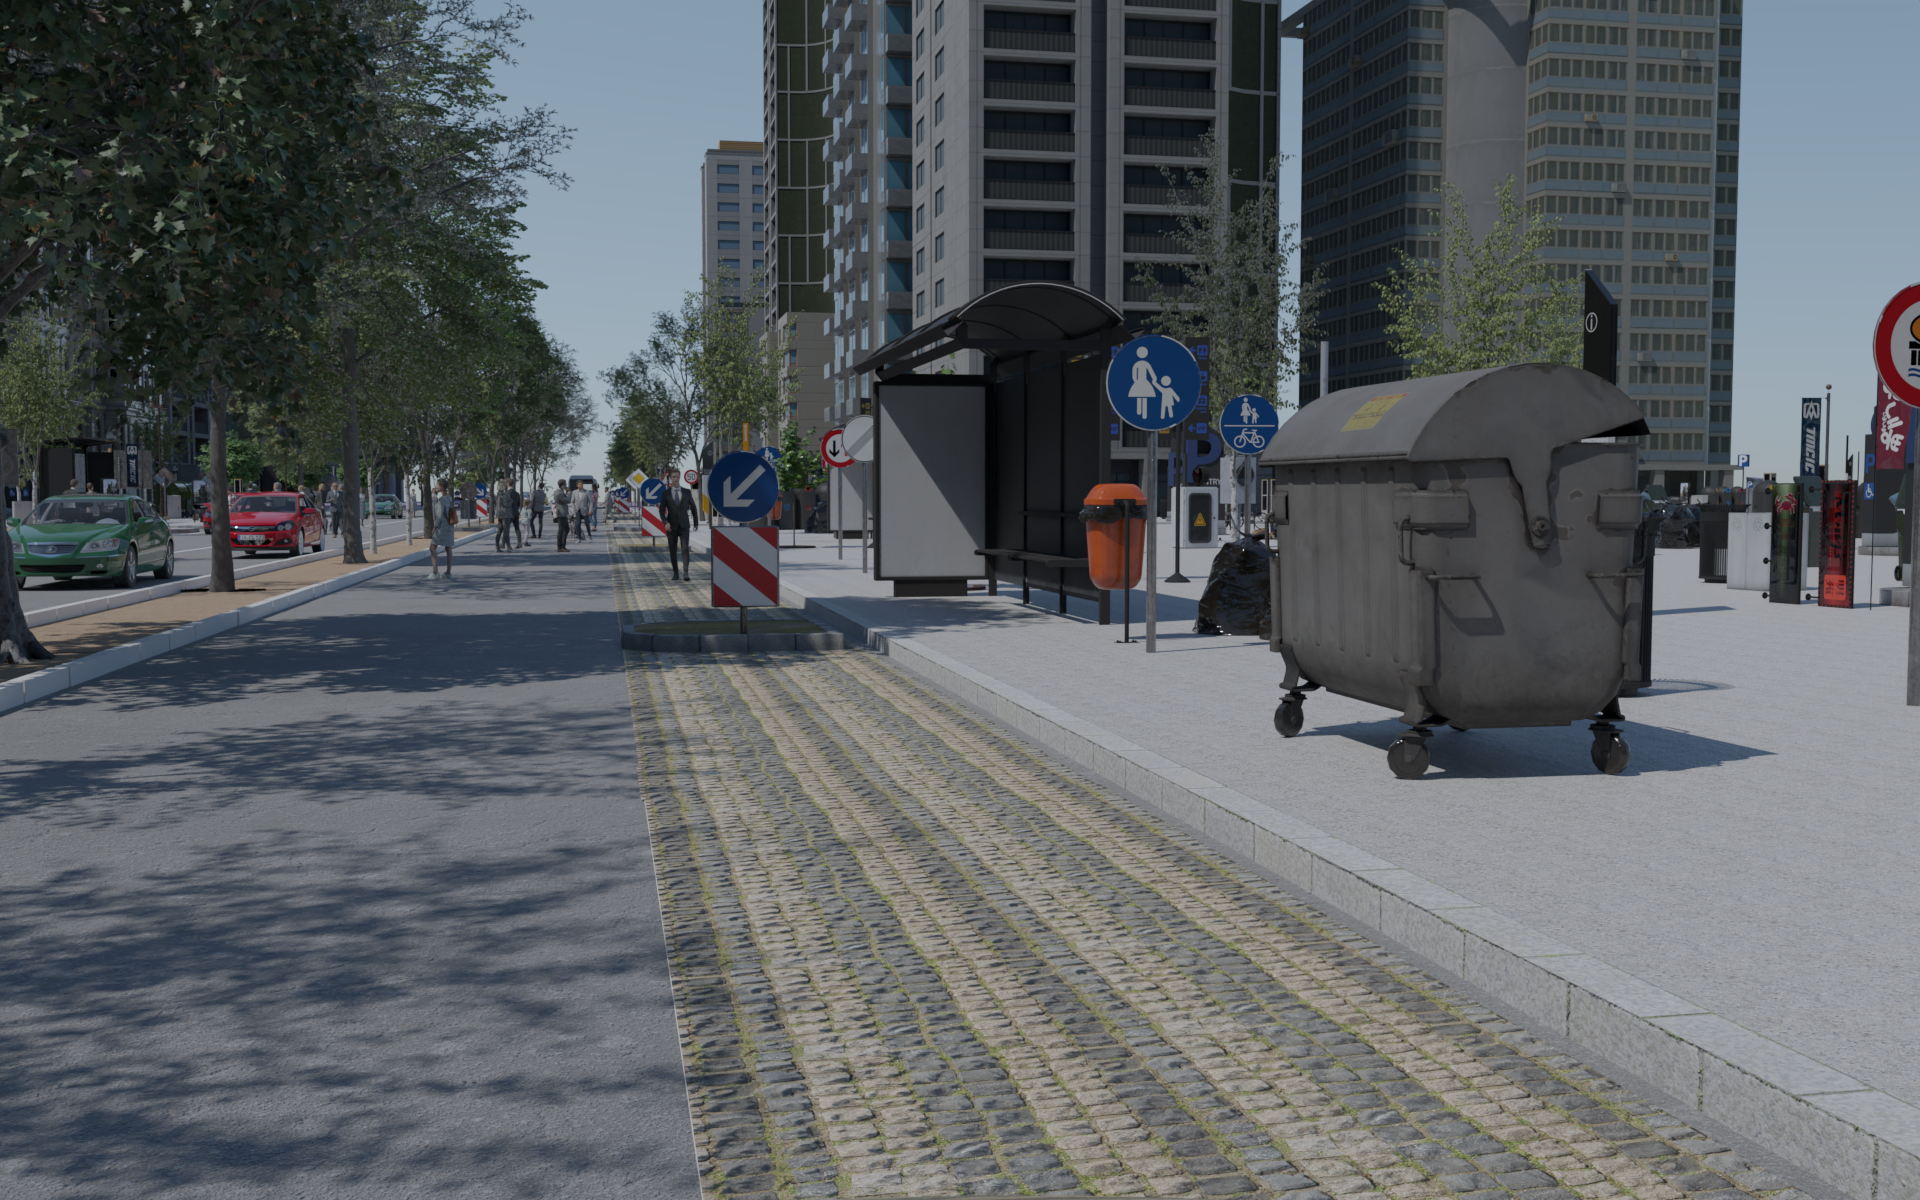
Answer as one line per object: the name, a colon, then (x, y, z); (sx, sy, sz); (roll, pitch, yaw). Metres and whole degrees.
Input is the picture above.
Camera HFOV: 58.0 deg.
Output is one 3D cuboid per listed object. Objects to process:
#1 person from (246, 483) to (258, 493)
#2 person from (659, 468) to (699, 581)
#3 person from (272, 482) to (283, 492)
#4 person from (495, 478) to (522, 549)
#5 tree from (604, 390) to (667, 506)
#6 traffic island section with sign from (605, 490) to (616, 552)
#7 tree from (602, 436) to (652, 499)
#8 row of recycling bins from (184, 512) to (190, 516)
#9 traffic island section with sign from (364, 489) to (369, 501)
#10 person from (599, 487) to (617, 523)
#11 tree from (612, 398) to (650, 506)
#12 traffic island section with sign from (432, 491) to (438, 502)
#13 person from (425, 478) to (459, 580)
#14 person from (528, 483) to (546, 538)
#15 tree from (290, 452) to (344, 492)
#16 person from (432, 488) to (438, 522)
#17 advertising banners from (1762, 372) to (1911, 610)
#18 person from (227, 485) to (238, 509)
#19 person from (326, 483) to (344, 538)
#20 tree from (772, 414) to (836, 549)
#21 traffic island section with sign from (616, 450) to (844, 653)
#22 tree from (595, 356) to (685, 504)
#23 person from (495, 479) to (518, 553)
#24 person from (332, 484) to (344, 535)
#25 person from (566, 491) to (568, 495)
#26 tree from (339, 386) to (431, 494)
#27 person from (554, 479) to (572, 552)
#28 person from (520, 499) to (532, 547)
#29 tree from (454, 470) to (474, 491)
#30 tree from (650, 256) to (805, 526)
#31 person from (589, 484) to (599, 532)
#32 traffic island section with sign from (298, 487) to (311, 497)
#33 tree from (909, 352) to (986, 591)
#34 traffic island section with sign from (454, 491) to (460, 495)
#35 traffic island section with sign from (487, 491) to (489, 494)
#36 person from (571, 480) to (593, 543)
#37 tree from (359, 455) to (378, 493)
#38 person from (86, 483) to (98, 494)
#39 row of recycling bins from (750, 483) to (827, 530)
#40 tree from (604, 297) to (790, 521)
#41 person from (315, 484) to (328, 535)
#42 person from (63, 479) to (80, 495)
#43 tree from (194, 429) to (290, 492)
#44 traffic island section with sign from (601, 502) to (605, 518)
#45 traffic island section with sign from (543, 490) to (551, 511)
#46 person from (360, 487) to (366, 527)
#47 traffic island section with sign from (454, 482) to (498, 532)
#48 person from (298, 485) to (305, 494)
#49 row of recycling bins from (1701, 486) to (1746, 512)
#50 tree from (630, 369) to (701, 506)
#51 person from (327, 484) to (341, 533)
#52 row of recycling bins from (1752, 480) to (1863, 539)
person: (-30.560, -4.094, 74.793); (0.474, 1.900, 0.648); (3, 5, 40)
person: (-4.608, -1.232, 28.420); (0.659, 1.850, 0.755); (-1, 4, -11)
person: (-20.070, -2.565, 50.840); (0.834, 1.777, 0.661); (2, 4, 32)
person: (-11.805, -2.267, 45.346); (0.755, 1.850, 0.659); (2, 4, 24)
tree: (-34.498, -16.464, 187.308); (7.486, 12.596, 7.792); (0, 3, 0)
traffic island section with sign: (-7.757, -2.111, 43.142); (1.989, 1.847, 2.006); (-1, 4, -12)
tree: (-56.712, -23.189, 296.146); (9.611, 12.733, 9.660); (0, 3, 0)
row of recycling bins: (-44.255, -5.770, 101.455); (1.069, 1.692, 3.534); (0, 4, 7)
traffic island section with sign: (-41.216, -6.860, 120.782); (1.989, 1.847, 2.006); (-1, 4, -12)
person: (-17.193, -4.642, 84.678); (0.850, 1.792, 0.678); (0, 3, 0)
tree: (-23.257, -10.973, 129.769); (4.737, 8.622, 4.395); (0, 3, 0)
traffic island section with sign: (-51.287, -9.823, 169.226); (1.989, 1.847, 2.006); (-1, 4, -12)
person: (-8.706, -1.205, 29.203); (0.522, 1.701, 0.512); (0, 4, 4)
person: (-13.661, -2.891, 55.944); (0.592, 1.802, 0.473); (-2, 4, -25)
tree: (-42.476, -7.871, 112.406); (4.285, 4.588, 4.351); (0, 3, 0)
person: (-26.914, -4.873, 88.740); (0.524, 1.755, 0.480); (2, 4, 34)
advertising banners: (9.878, -1.426, 19.496); (0.090, 3.025, 2.074); (-1, 4, -18)
person: (-24.371, -2.982, 58.090); (0.563, 1.720, 0.643); (2, 4, 35)
person: (-20.364, -2.931, 56.600); (0.661, 1.801, 0.590); (-2, 4, -24)
tree: (-3.998, -2.841, 41.056); (1.663, 3.219, 1.824); (0, 3, 0)
traffic island section with sign: (-2.229, -0.483, 16.532); (1.989, 1.847, 2.006); (-1, 4, -12)
tree: (-43.117, -23.168, 234.688); (12.611, 20.169, 13.585); (0, 3, 0)
person: (-11.158, -2.069, 42.509); (0.526, 1.800, 0.537); (-1, 4, -22)
person: (-21.609, -3.153, 60.448); (0.834, 1.777, 0.661); (3, 5, 44)
person: (-33.265, -8.466, 146.935); (0.388, 1.821, 0.555); (-1, 4, -23)
tree: (-51.187, -15.129, 154.010); (9.857, 13.997, 8.962); (0, 3, 0)
person: (-9.802, -2.087, 42.805); (0.473, 1.802, 0.592); (0, 4, -4)
person: (-11.822, -2.111, 47.287); (0.425, 1.301, 0.394); (2, 4, 26)
tree: (-69.117, -15.742, 241.101); (4.285, 4.588, 4.351); (0, 3, 0)
tree: (-7.096, -6.380, 54.682); (4.737, 8.622, 4.395); (0, 3, 0)
person: (-14.030, -3.534, 66.296); (0.388, 1.821, 0.555); (-3, 5, -40)
traffic island section with sign: (-35.745, -5.245, 94.386); (1.989, 1.847, 2.006); (-1, 4, -12)
tree: (-0.119, -1.743, 23.098); (1.663, 3.219, 1.824); (0, 3, 0)
traffic island section with sign: (-56.899, -11.474, 196.226); (1.989, 1.847, 2.006); (-1, 4, -12)
traffic island section with sign: (-67.822, -14.692, 248.844); (1.989, 1.847, 2.006); (-1, 4, -12)
person: (-11.045, -2.589, 50.677); (0.661, 1.843, 0.795); (0, 4, 5)
tree: (-46.473, -9.149, 133.297); (4.285, 4.588, 4.351); (0, 3, 0)
person: (-26.896, -2.745, 53.722); (0.374, 1.781, 0.599); (3, 4, 36)
row of recycling bins: (-5.994, -3.370, 62.217); (3.534, 1.692, 1.069); (-2, 4, -32)
tree: (-12.238, -9.005, 81.650); (8.767, 10.594, 7.601); (-1, 4, -20)
person: (-22.748, -3.230, 61.529); (0.699, 1.804, 1.509); (-1, 4, -10)
person: (-24.994, -2.480, 48.828); (0.659, 1.850, 0.755); (1, 4, 17)
tree: (-36.760, -6.340, 87.373); (4.285, 4.588, 4.351); (0, 3, 0)
traffic island section with sign: (-18.888, -5.388, 96.724); (1.989, 1.847, 2.006); (-1, 4, -12)
traffic island section with sign: (-35.729, -8.517, 147.383); (2.006, 1.907, 1.989); (-1, 4, -12)
person: (-25.982, -4.040, 75.119); (0.480, 1.755, 0.524); (-3, 5, -43)
traffic island section with sign: (-18.935, -3.573, 66.557); (2.006, 1.907, 1.989); (-1, 4, -12)
person: (-27.564, -3.909, 72.635); (0.641, 1.798, 0.478); (-2, 4, -32)
row of recycling bins: (40.277, -5.107, 90.604); (3.534, 1.692, 1.069); (-1, 4, -18)
tree: (-17.644, -9.340, 103.073); (4.360, 8.622, 3.978); (0, 3, 0)
person: (-23.138, -3.403, 64.313); (0.728, 1.800, 0.709); (0, 4, -7)
row of recycling bins: (25.087, -2.661, 50.626); (3.534, 1.692, 1.069); (2, 4, 25)
